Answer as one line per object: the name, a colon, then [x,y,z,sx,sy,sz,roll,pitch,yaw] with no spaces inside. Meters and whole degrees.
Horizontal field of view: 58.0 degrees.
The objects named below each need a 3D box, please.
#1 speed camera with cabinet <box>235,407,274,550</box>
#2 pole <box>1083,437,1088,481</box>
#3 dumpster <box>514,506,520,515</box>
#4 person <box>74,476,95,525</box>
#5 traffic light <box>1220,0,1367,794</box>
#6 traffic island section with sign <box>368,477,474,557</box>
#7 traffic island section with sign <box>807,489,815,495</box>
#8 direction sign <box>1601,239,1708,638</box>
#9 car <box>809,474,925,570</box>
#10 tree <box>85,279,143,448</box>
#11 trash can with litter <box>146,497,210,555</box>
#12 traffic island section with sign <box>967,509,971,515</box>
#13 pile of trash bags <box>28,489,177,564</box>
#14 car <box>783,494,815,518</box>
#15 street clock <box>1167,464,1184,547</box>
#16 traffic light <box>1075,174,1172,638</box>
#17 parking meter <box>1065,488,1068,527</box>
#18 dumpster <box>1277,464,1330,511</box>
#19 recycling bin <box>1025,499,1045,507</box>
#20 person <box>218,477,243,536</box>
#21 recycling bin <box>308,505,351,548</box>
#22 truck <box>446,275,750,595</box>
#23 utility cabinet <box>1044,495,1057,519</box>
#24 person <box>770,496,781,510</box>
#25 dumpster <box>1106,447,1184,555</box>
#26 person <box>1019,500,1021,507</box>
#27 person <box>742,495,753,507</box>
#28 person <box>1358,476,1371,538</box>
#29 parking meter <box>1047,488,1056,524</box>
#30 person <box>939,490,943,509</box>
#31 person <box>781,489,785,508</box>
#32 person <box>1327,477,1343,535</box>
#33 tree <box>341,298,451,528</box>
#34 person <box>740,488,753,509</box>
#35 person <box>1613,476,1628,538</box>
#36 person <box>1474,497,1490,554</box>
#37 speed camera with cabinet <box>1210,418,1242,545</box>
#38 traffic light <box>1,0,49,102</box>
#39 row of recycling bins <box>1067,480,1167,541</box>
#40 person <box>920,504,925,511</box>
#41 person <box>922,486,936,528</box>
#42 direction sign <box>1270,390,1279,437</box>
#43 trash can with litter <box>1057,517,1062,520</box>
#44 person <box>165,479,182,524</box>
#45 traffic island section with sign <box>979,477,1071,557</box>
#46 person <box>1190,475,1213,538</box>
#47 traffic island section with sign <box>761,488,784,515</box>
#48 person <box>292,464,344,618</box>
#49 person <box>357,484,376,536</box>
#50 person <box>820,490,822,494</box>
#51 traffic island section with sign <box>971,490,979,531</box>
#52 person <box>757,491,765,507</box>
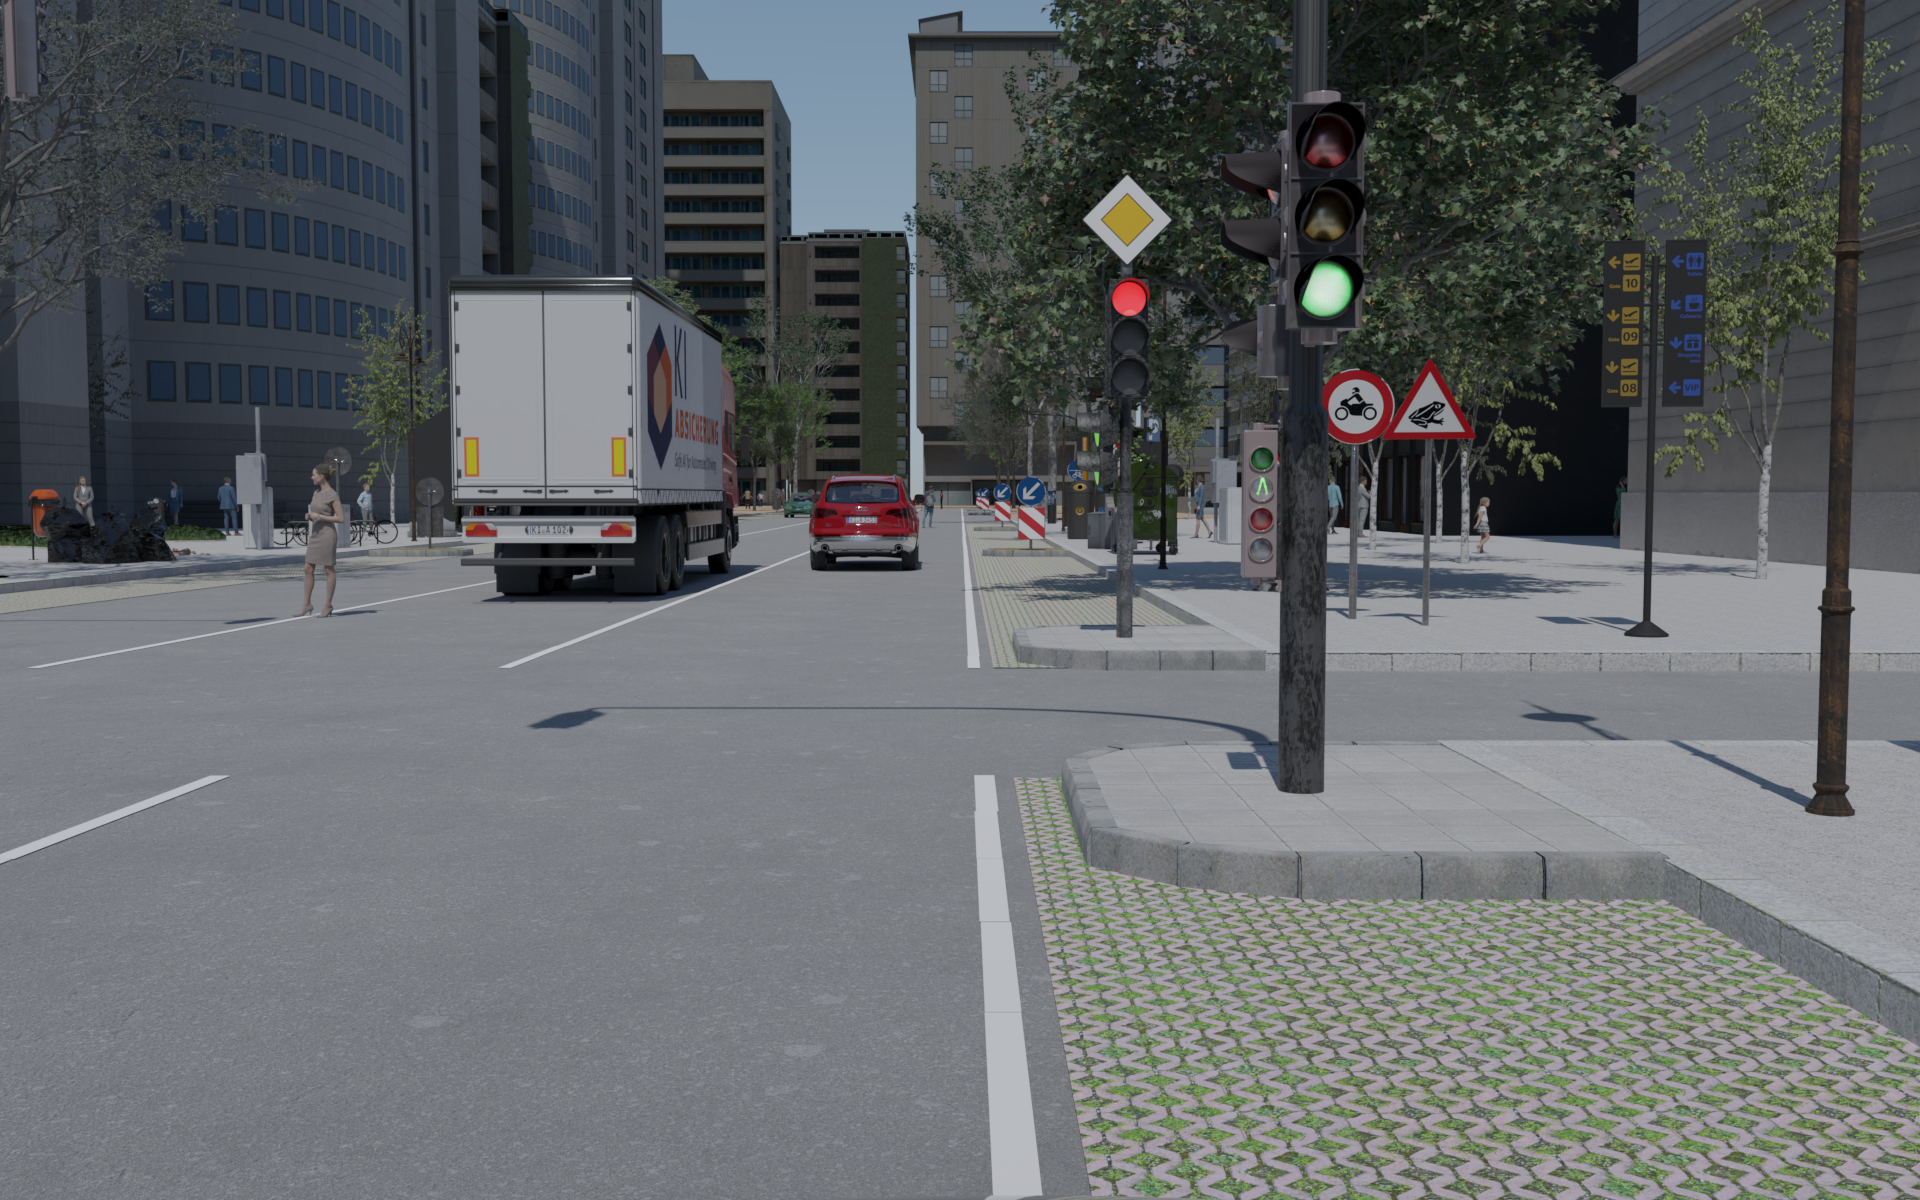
speed camera with cabinet: [-16.367,-2.803,40.163,0.660,3.252,2.038,-1,4,-15]
pole: [4.491,-4.176,62.117,0.158,3.312,0.155,0,3,0]
dumpster: [-16.981,-3.859,68.856,1.264,1.857,1.865,0,3,0]
person: [-25.048,-2.647,49.603,0.520,1.790,0.573,-3,5,-40]
traffic light: [-0.642,-1.994,7.265,4.771,5.953,1.251,0,3,0]
traffic island section with sign: [-12.403,-1.926,40.119,1.989,1.847,2.006,0,3,0]
traffic island section with sign: [-12.358,-8.294,144.230,1.989,1.847,2.006,0,3,0]
direction sign: [6.198,-1.439,15.533,0.876,3.537,0.379,0,4,7]
car: [-1.831,-1.559,34.158,2.281,1.827,5.304,0,4,-1]
tree: [-29.638,-6.547,57.403,4.360,8.622,3.978,0,3,0]
trash can with litter: [-16.851,-1.563,36.619,2.233,1.210,1.678,2,4,30]
traffic island section with sign: [1.538,-6.673,117.732,1.989,1.847,2.006,0,3,0]
pile of trash bags: [-16.707,-1.433,33.179,3.447,1.369,1.912,2,4,30]
car: [-9.648,-5.749,105.800,2.131,1.459,4.920,0,4,1]
street clock: [5.181,-2.297,42.132,0.471,2.002,0.358,2,4,34]
traffic light: [1.453,-1.619,15.391,0.839,4.253,0.868,0,3,0]
parking meter: [4.187,-3.642,67.952,0.372,1.533,0.369,0,3,0]
dumpster: [6.090,-1.613,32.124,1.264,1.857,1.865,0,3,0]
recycling bin: [3.721,-4.476,85.733,0.722,1.027,0.722,3,4,39]
person: [-22.446,-2.875,53.229,0.721,1.800,0.419,1,4,10]
recycling bin: [-14.977,-1.749,41.152,0.722,1.027,0.722,0,4,6]
truck: [-5.329,-2.377,27.770,2.839,4.237,11.283,0,3,0]
utility cabinet: [4.521,-4.767,89.107,1.020,1.237,0.306,-3,4,-38]
person: [-14.951,-8.257,141.145,0.705,1.812,1.348,2,4,31]
dumpster: [3.947,-2.112,37.032,1.502,2.255,1.985,0,4,0]
person: [5.992,-9.900,171.092,0.721,1.735,1.217,2,4,29]
person: [-21.220,-10.006,172.885,1.217,1.735,0.721,1,4,11]
person: [11.919,-2.741,51.037,0.466,1.800,0.511,-1,4,-16]
parking meter: [3.962,-4.059,74.777,0.372,1.533,0.369,0,3,0]
person: [-1.818,-9.637,166.032,0.705,1.831,1.348,0,4,2]
person: [-16.571,-9.502,161.957,0.434,1.755,0.990,-1,4,-15]
person: [11.775,-3.001,54.966,0.748,1.841,0.638,-2,4,-33]
tree: [-21.543,-7.065,65.879,4.737,8.622,4.395,0,3,0]
person: [-18.172,-8.701,148.405,1.348,1.812,0.705,0,4,-5]
person: [19.260,-2.694,50.336,0.600,1.795,0.529,-2,4,-34]
person: [11.183,-1.601,37.239,0.382,1.210,0.505,0,4,1]
speed camera with cabinet: [6.962,-3.080,44.686,0.660,3.252,2.038,0,4,-4]
traffic light: [-10.616,-2.492,15.415,4.771,5.953,1.251,0,3,0]
row of recycling bins: [4.509,-2.530,48.483,3.534,1.692,1.069,3,5,39]
person: [-3.288,-8.297,147.336,0.799,1.438,0.628,-1,4,-12]
person: [-1.295,-3.914,72.835,0.623,1.781,0.721,1,4,16]
direction sign: [6.896,-2.818,38.071,0.379,3.537,0.876,0,4,0]
trash can with litter: [5.472,-4.624,86.654,1.678,1.210,2.233,1,4,22]
person: [-27.914,-3.400,61.661,0.581,1.822,0.654,1,4,13]
traffic island section with sign: [1.511,-1.925,40.103,1.989,1.847,2.006,0,3,0]
person: [6.990,-2.692,50.086,0.654,1.822,0.581,1,4,20]
traffic island section with sign: [-12.377,-6.645,117.274,1.989,1.847,2.006,0,3,0]
person: [-7.441,-0.688,20.086,0.599,1.781,0.374,2,4,33]
person: [-18.390,-2.804,53.697,0.330,1.601,0.589,3,4,36]
person: [-12.586,-9.057,156.667,0.705,1.814,1.350,2,4,31]
traffic island section with sign: [1.521,-3.574,67.059,1.989,1.847,2.006,0,3,0]
person: [-19.601,-9.866,170.744,0.756,1.711,0.436,-1,4,-9]
